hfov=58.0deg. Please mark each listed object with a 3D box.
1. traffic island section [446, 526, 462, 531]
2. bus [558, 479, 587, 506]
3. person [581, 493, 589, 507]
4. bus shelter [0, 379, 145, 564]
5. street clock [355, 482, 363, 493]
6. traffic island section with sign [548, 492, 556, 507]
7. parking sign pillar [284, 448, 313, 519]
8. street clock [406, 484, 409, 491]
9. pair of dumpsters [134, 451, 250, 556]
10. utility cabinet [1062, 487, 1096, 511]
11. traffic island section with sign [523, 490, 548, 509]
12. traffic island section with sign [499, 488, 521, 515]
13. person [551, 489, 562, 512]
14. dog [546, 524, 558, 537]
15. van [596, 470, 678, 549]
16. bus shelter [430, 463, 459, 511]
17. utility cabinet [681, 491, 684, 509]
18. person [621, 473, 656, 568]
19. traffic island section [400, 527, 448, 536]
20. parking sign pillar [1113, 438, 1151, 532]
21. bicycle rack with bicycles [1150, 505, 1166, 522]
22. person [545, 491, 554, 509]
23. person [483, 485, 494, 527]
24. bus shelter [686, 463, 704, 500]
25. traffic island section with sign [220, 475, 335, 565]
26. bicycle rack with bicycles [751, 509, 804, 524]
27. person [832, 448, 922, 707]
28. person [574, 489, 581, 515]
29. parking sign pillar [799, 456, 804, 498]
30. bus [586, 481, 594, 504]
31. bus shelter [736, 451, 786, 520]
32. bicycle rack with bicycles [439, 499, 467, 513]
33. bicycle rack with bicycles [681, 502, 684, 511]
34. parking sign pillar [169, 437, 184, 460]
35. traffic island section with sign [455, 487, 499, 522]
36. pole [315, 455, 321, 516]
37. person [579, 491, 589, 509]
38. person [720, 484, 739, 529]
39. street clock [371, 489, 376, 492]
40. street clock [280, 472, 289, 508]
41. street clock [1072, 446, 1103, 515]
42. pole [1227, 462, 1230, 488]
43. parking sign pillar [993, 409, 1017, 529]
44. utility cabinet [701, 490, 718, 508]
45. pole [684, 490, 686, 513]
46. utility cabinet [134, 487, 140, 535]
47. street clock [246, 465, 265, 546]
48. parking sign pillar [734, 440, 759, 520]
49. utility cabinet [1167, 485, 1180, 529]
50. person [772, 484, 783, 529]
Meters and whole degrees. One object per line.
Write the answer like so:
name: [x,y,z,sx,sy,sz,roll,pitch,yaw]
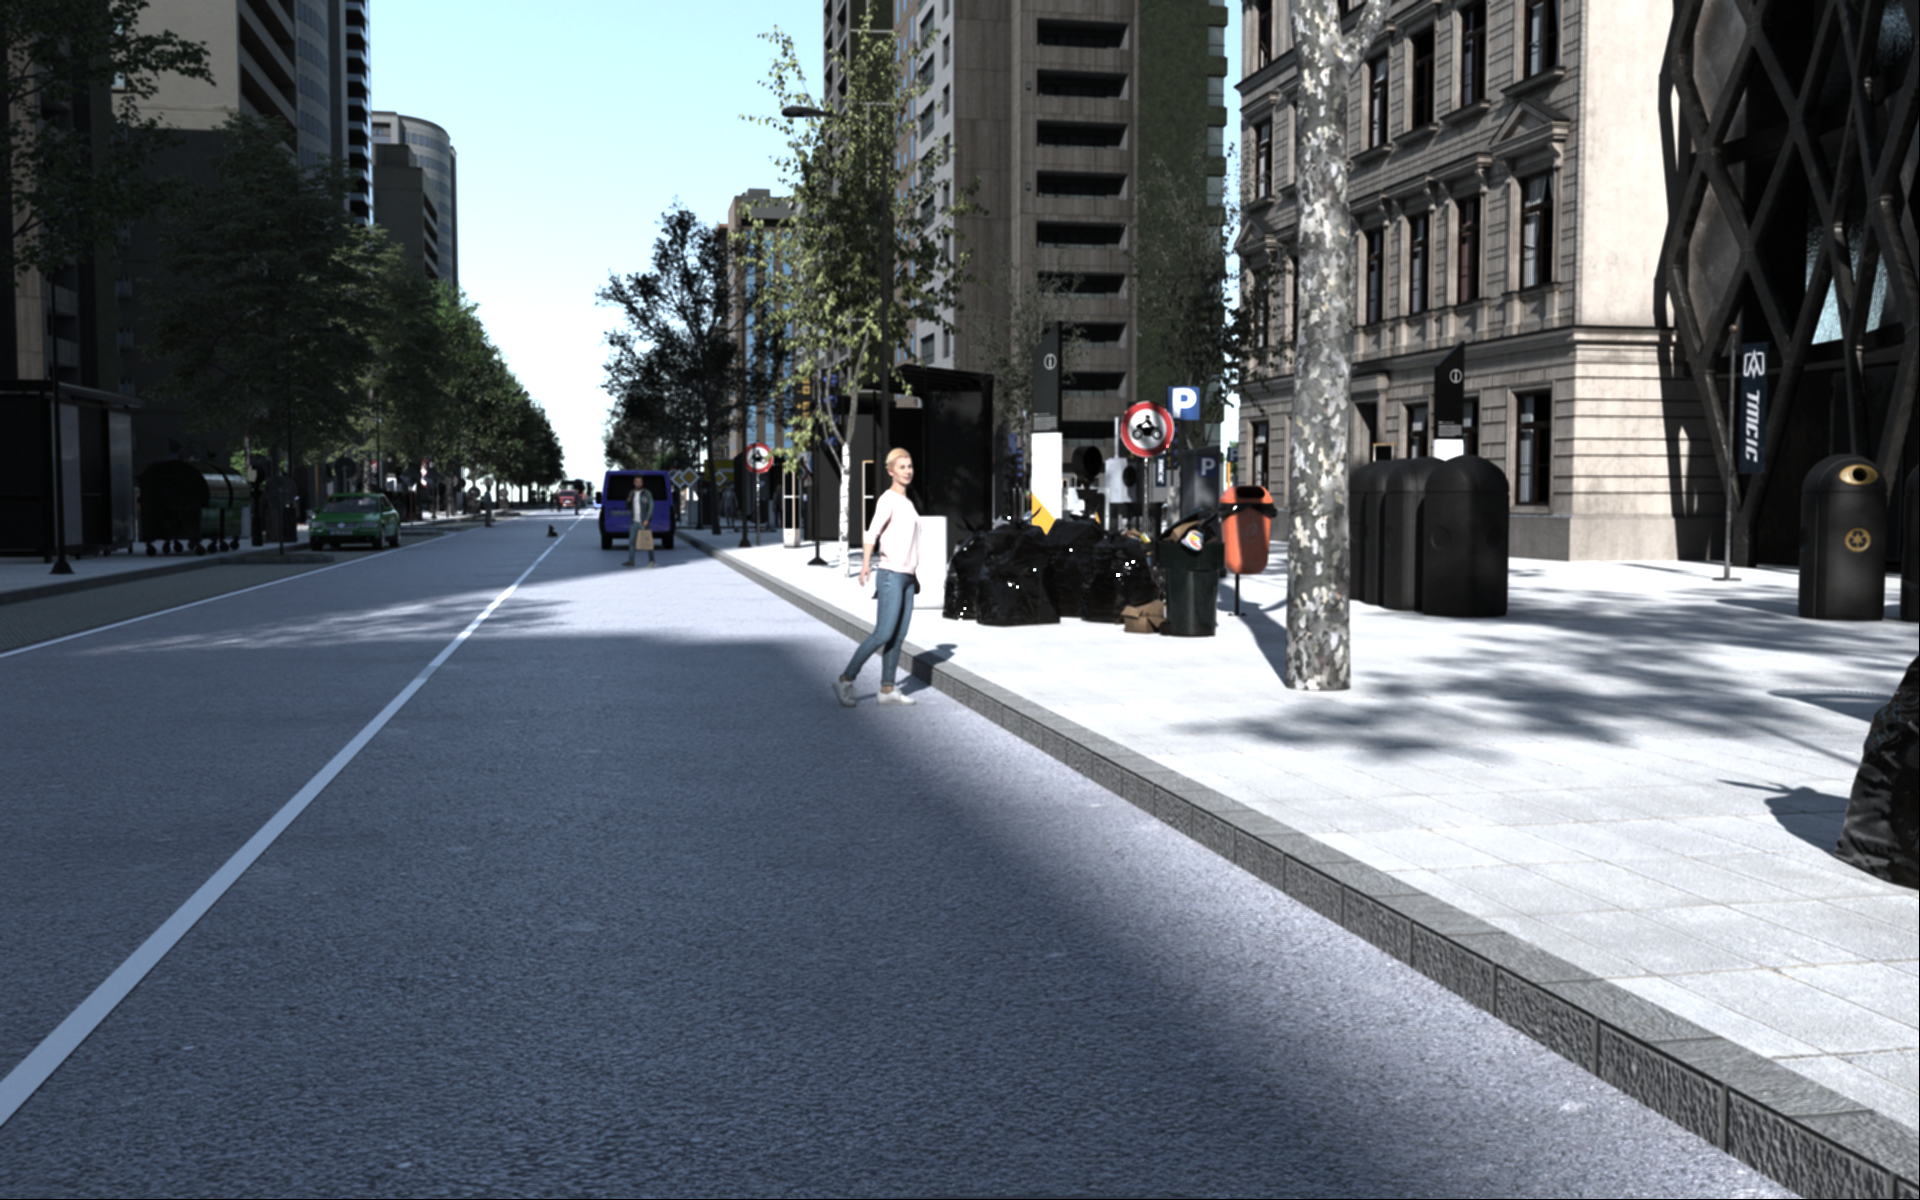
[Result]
traffic island section: [-20.662,-2.794,67.970,2.009,0.180,2.903,-1,4,-12]
bus: [-44.565,-12.544,199.958,2.948,3.499,13.247,-1,4,-10]
person: [-41.904,-11.237,192.218,1.348,1.826,0.705,-1,4,-20]
bus shelter: [-17.832,-3.386,32.995,2.179,5.291,8.768,-1,4,-11]
street clock: [-37.431,-6.320,107.895,0.358,2.002,0.471,2,4,28]
traffic island section with sign: [-46.201,-11.240,192.402,1.989,1.847,2.006,-1,4,-12]
parking sign pillar: [-39.042,-6.930,101.773,1.447,3.967,1.447,0,4,5]
street clock: [-36.709,-6.772,115.295,0.358,2.002,0.471,-2,4,-26]
pair of dumpsters: [-16.636,-2.147,37.603,1.574,2.255,4.437,-1,4,-11]
utility cabinet: [3.937,-2.988,57.533,1.173,1.500,0.318,-2,4,-25]
traffic island section with sign: [-40.745,-9.611,165.772,1.989,1.847,2.006,-1,4,-12]
traffic island section with sign: [-30.703,-6.617,116.813,1.989,1.847,2.006,-1,4,-12]
person: [-32.367,-7.981,138.951,0.822,1.834,0.622,0,4,6]
dog: [-13.742,-2.315,58.051,0.550,0.427,0.748,0,4,8]
van: [-8.695,-2.583,46.620,2.240,2.365,5.245,-1,4,-11]
bus shelter: [-39.035,-8.576,131.499,1.731,3.624,6.357,-1,4,-12]
utility cabinet: [-22.354,-7.873,137.403,1.173,1.500,0.318,3,5,43]
person: [-6.120,-1.516,33.278,0.794,1.824,0.713,3,5,39]
traffic island section: [-19.057,-2.316,60.147,2.009,0.180,2.903,-1,4,-12]
parking sign pillar: [5.788,-4.291,58.626,1.447,3.967,1.447,-3,4,-36]
bicycle rack with bicycles: [9.509,-4.185,81.802,2.925,0.926,2.852,3,5,41]
person: [-38.453,-9.410,163.076,1.217,1.735,0.721,0,4,1]
person: [-20.712,-4.123,76.017,0.391,1.810,0.635,-2,4,-25]
bus shelter: [-17.666,-7.544,117.275,2.014,3.302,5.546,-1,4,-12]
traffic island section with sign: [-14.115,-1.671,35.945,1.989,1.847,2.006,-1,4,-12]
bicycle rack with bicycles: [-7.341,-3.735,74.450,2.925,0.926,2.852,0,4,2]
person: [-0.575,-0.154,11.690,0.598,1.740,0.731,0,4,7]
person: [-26.780,-6.898,121.490,0.583,1.804,0.606,-3,5,-41]
parking sign pillar: [-11.535,-8.227,122.984,1.447,3.967,1.447,1,4,18]
bus: [-53.374,-15.322,245.369,2.948,3.499,13.247,-1,4,-10]
bus shelter: [-9.355,-5.372,81.762,2.014,3.302,5.546,-1,4,-12]
bicycle rack with bicycles: [-35.229,-6.567,120.747,2.852,0.926,2.925,0,4,5]
bicycle rack with bicycles: [-19.096,-6.750,123.738,2.852,0.926,2.925,1,4,23]
parking sign pillar: [-36.637,-5.709,81.816,1.447,3.967,1.447,-1,4,-12]
traffic island section with sign: [-25.230,-4.987,90.166,1.989,1.847,2.006,-1,4,-12]
pole: [-29.725,-5.279,80.148,0.158,3.312,0.155,0,3,0]
person: [-35.838,-9.512,164.734,1.217,1.743,0.721,0,4,-3]
person: [-9.028,-3.623,67.862,0.709,1.813,0.853,0,4,-8]
street clock: [-36.167,-6.256,106.858,0.358,2.002,0.471,1,4,21]
street clock: [-22.344,-3.215,57.130,0.471,2.002,0.358,2,4,34]
street clock: [1.915,-1.319,26.139,0.358,2.002,0.471,3,5,43]
pole: [12.909,-5.467,83.229,0.158,3.312,0.155,0,3,0]
parking sign pillar: [1.444,-4.097,55.464,1.447,3.967,1.447,-1,4,-12]
utility cabinet: [-14.852,-5.760,102.857,1.173,1.500,0.318,0,4,-3]
pole: [-19.045,-7.733,120.285,0.158,3.312,0.155,0,3,0]
utility cabinet: [-25.338,-2.703,52.875,0.318,1.500,1.173,-1,4,-12]
street clock: [-17.292,-2.324,42.562,0.471,2.002,0.358,3,4,36]
parking sign pillar: [-10.653,-6.016,86.841,1.447,3.967,1.447,1,4,14]
utility cabinet: [5.894,-2.179,44.313,1.173,1.500,0.318,2,4,25]
person: [-6.769,-3.487,65.688,0.709,1.800,0.728,0,4,4]
